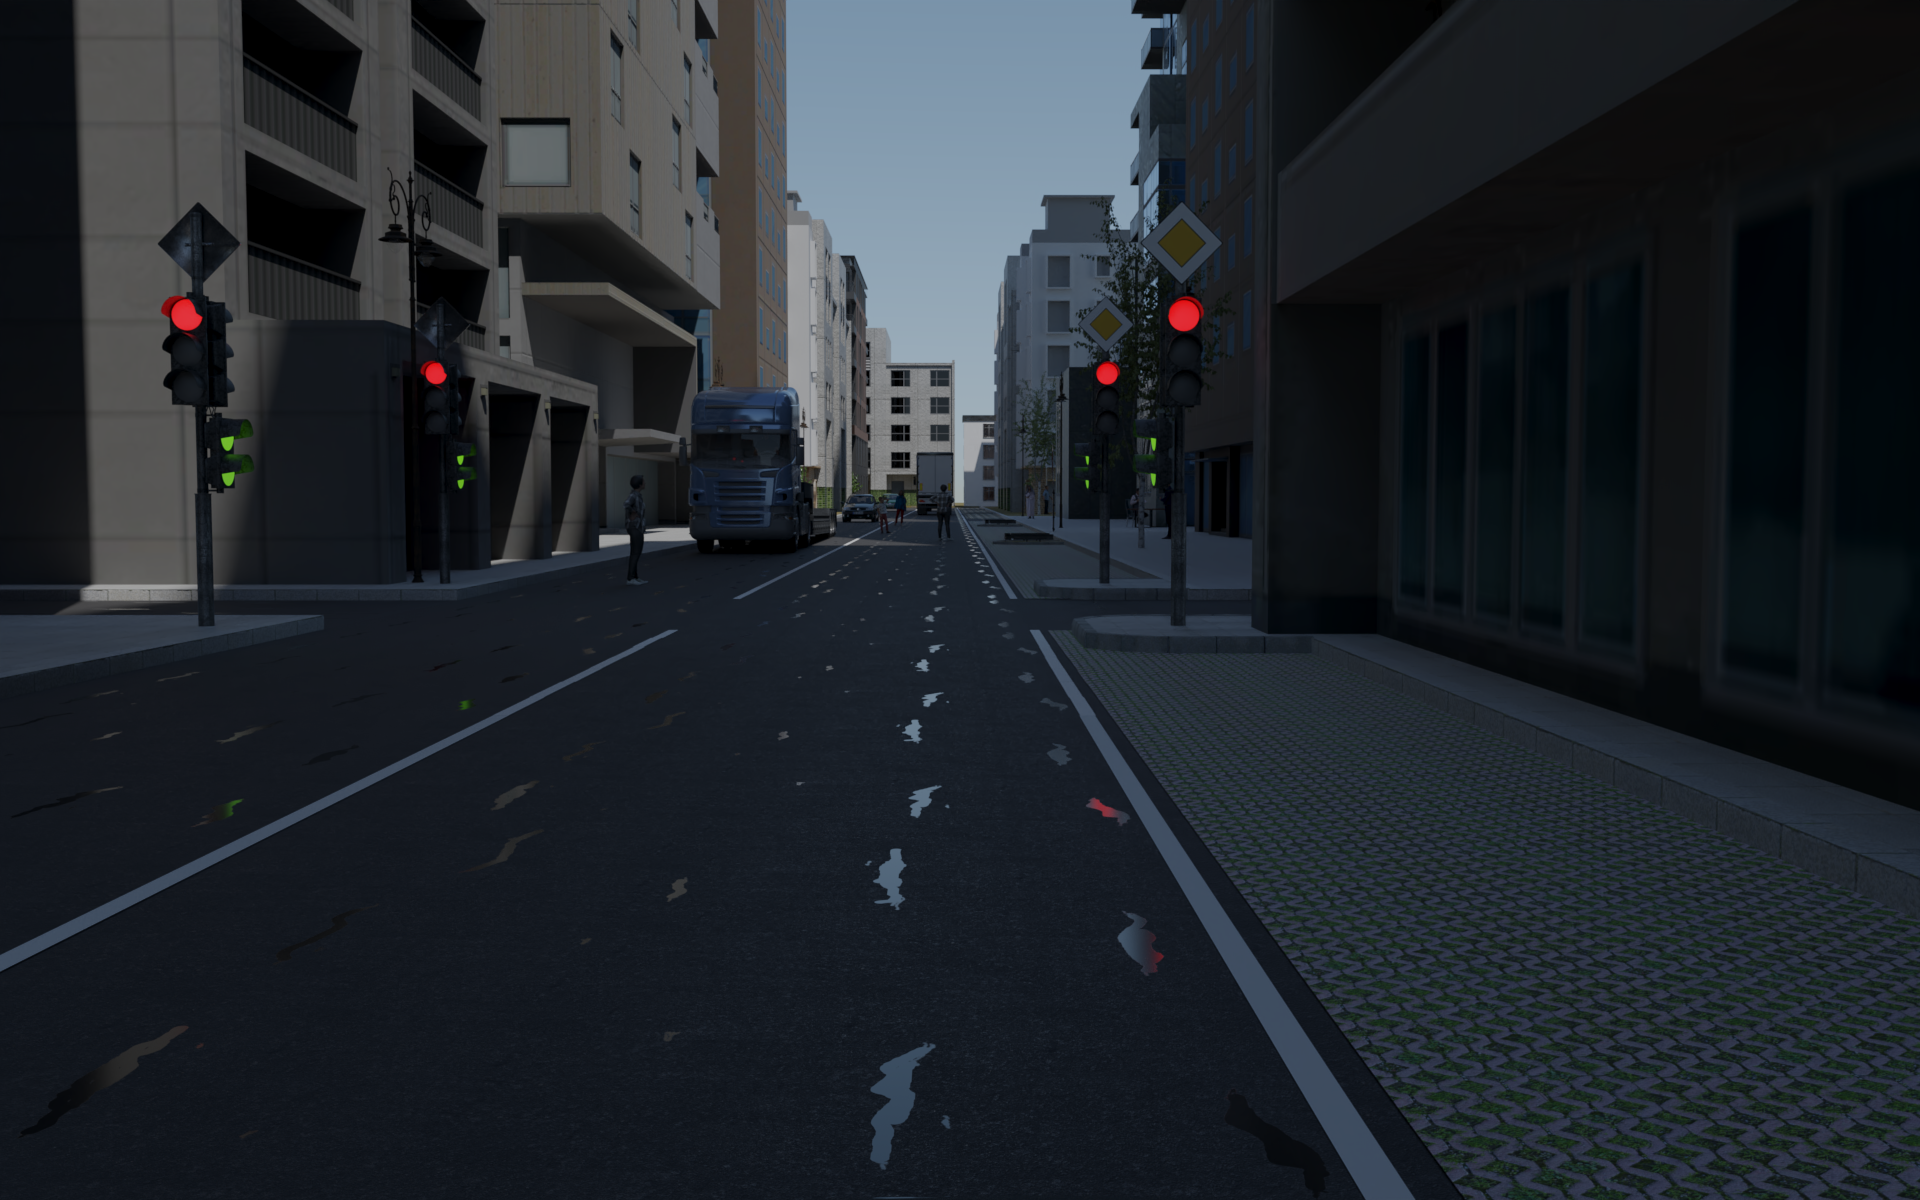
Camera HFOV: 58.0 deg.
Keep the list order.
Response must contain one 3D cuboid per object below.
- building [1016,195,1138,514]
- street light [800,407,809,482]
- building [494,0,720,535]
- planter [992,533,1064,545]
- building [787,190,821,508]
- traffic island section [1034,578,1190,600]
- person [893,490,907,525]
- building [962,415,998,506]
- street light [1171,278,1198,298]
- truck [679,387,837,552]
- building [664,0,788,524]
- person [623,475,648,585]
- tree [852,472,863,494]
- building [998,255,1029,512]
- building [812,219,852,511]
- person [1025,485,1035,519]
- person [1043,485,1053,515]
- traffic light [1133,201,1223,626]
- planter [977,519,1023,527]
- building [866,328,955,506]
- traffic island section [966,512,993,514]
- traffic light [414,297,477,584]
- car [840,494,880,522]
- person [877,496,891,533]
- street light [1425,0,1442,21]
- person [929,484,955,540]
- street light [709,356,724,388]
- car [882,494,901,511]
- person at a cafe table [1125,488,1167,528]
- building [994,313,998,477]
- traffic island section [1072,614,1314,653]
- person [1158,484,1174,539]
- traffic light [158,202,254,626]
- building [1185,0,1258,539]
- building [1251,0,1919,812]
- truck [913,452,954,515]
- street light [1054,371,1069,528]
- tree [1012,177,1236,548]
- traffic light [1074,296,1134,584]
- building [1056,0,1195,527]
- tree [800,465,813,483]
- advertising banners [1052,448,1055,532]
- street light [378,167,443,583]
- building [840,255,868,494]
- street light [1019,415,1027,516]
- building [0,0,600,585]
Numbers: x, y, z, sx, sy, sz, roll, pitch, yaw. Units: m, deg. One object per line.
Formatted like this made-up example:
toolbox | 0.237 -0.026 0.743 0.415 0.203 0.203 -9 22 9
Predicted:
building | 11.835 -15.839 115.395 16.016 20.091 11.380 0 4 0
street light | -8.265 -7.276 91.756 0.468 5.910 1.993 0 4 0
building | -22.906 -28.630 57.347 28.713 52.752 27.495 0 4 0
planter | 1.928 -1.742 49.619 1.991 0.319 1.994 0 4 0
building | -16.694 -15.265 106.006 16.016 20.091 11.380 0 4 0
traffic island section | 2.099 -0.160 24.898 2.009 0.180 2.903 0 4 0
person | -2.748 -4.233 79.413 0.593 1.614 0.444 2 4 27
building | 14.269 -15.066 188.471 28.070 9.664 9.099 0 4 0
street light | 4.101 -3.633 32.195 0.468 5.910 1.993 0 4 0
truck | -5.280 -3.647 49.393 2.967 4.110 18.799 0 4 -1
building | -15.429 -26.197 78.432 14.600 45.320 14.200 0 4 0
person | -5.148 -1.113 27.414 0.376 1.734 0.841 0 4 -3
tree | -8.970 -9.298 146.625 1.663 3.219 1.824 0 3 0
building | 11.826 -16.549 137.032 16.747 18.905 31.486 0 4 0
building | -17.244 -15.962 127.433 16.747 18.905 31.486 0 4 0
person | 3.653 -5.110 90.259 0.551 1.740 0.621 0 4 -1
person | 5.461 -6.284 108.778 0.705 1.826 1.348 2 4 26
traffic light | 2.112 -1.705 16.799 0.839 4.253 0.868 0 4 0
planter | 1.751 -3.390 76.562 1.991 0.319 1.994 0 4 0
building | -16.348 -19.950 192.646 31.486 18.905 16.747 0 4 0
traffic island section | 1.425 -6.353 126.739 1.991 0.108 1.994 0 4 0
traffic light | -7.363 -2.189 24.705 0.839 4.253 0.868 0 4 0
car | -5.094 -4.846 89.020 2.009 1.686 4.222 0 4 1
person | -2.763 -3.108 63.222 0.435 1.345 0.340 -2 4 -35
street light | 4.183 -2.653 16.159 0.468 5.910 1.993 0 4 0
person | -0.513 -2.714 53.604 0.841 1.734 0.376 1 4 23
street light | -8.091 -5.228 58.263 0.468 5.910 1.993 0 4 0
car | -5.782 -8.268 143.975 1.959 1.807 4.718 0 4 -1
person at a cafe table | 7.102 -3.554 66.615 1.622 1.524 1.698 3 5 44
building | 11.197 -18.522 159.250 16.016 20.091 11.380 0 4 0
traffic island section | 2.152 0.328 16.913 2.009 0.180 2.903 0 4 0
person | 5.905 -2.613 49.476 0.504 1.737 0.576 1 4 13
traffic light | -7.309 -1.700 16.720 0.839 4.253 0.868 0 4 0
building | 14.617 -24.532 51.205 14.600 45.320 14.200 0 4 0
building | 13.531 -23.310 4.824 21.300 48.544 21.600 0 4 0
truck | -1.828 -8.095 121.273 2.839 4.237 11.283 0 4 -2
street light | 3.828 -5.671 65.513 0.468 5.910 1.993 0 4 0
tree | 4.421 -5.563 41.313 4.737 8.622 4.395 0 3 0
traffic light | 2.058 -2.193 24.784 0.839 4.253 0.868 0 4 0
building | 16.705 -46.962 80.505 22.319 86.520 31.000 0 4 0
tree | -8.898 -6.280 97.279 1.663 3.219 1.824 0 3 0
advertising banners | 3.238 -3.909 60.094 0.090 3.025 2.074 0 4 2
street light | -7.863 -3.190 24.946 0.468 5.910 1.993 0 4 0
building | -25.390 -19.462 162.177 32.646 21.610 27.936 0 4 0
street light | 3.618 -7.756 99.591 0.468 5.910 1.993 0 4 0
building | -18.357 -36.350 32.575 20.563 71.187 20.611 0 4 0
